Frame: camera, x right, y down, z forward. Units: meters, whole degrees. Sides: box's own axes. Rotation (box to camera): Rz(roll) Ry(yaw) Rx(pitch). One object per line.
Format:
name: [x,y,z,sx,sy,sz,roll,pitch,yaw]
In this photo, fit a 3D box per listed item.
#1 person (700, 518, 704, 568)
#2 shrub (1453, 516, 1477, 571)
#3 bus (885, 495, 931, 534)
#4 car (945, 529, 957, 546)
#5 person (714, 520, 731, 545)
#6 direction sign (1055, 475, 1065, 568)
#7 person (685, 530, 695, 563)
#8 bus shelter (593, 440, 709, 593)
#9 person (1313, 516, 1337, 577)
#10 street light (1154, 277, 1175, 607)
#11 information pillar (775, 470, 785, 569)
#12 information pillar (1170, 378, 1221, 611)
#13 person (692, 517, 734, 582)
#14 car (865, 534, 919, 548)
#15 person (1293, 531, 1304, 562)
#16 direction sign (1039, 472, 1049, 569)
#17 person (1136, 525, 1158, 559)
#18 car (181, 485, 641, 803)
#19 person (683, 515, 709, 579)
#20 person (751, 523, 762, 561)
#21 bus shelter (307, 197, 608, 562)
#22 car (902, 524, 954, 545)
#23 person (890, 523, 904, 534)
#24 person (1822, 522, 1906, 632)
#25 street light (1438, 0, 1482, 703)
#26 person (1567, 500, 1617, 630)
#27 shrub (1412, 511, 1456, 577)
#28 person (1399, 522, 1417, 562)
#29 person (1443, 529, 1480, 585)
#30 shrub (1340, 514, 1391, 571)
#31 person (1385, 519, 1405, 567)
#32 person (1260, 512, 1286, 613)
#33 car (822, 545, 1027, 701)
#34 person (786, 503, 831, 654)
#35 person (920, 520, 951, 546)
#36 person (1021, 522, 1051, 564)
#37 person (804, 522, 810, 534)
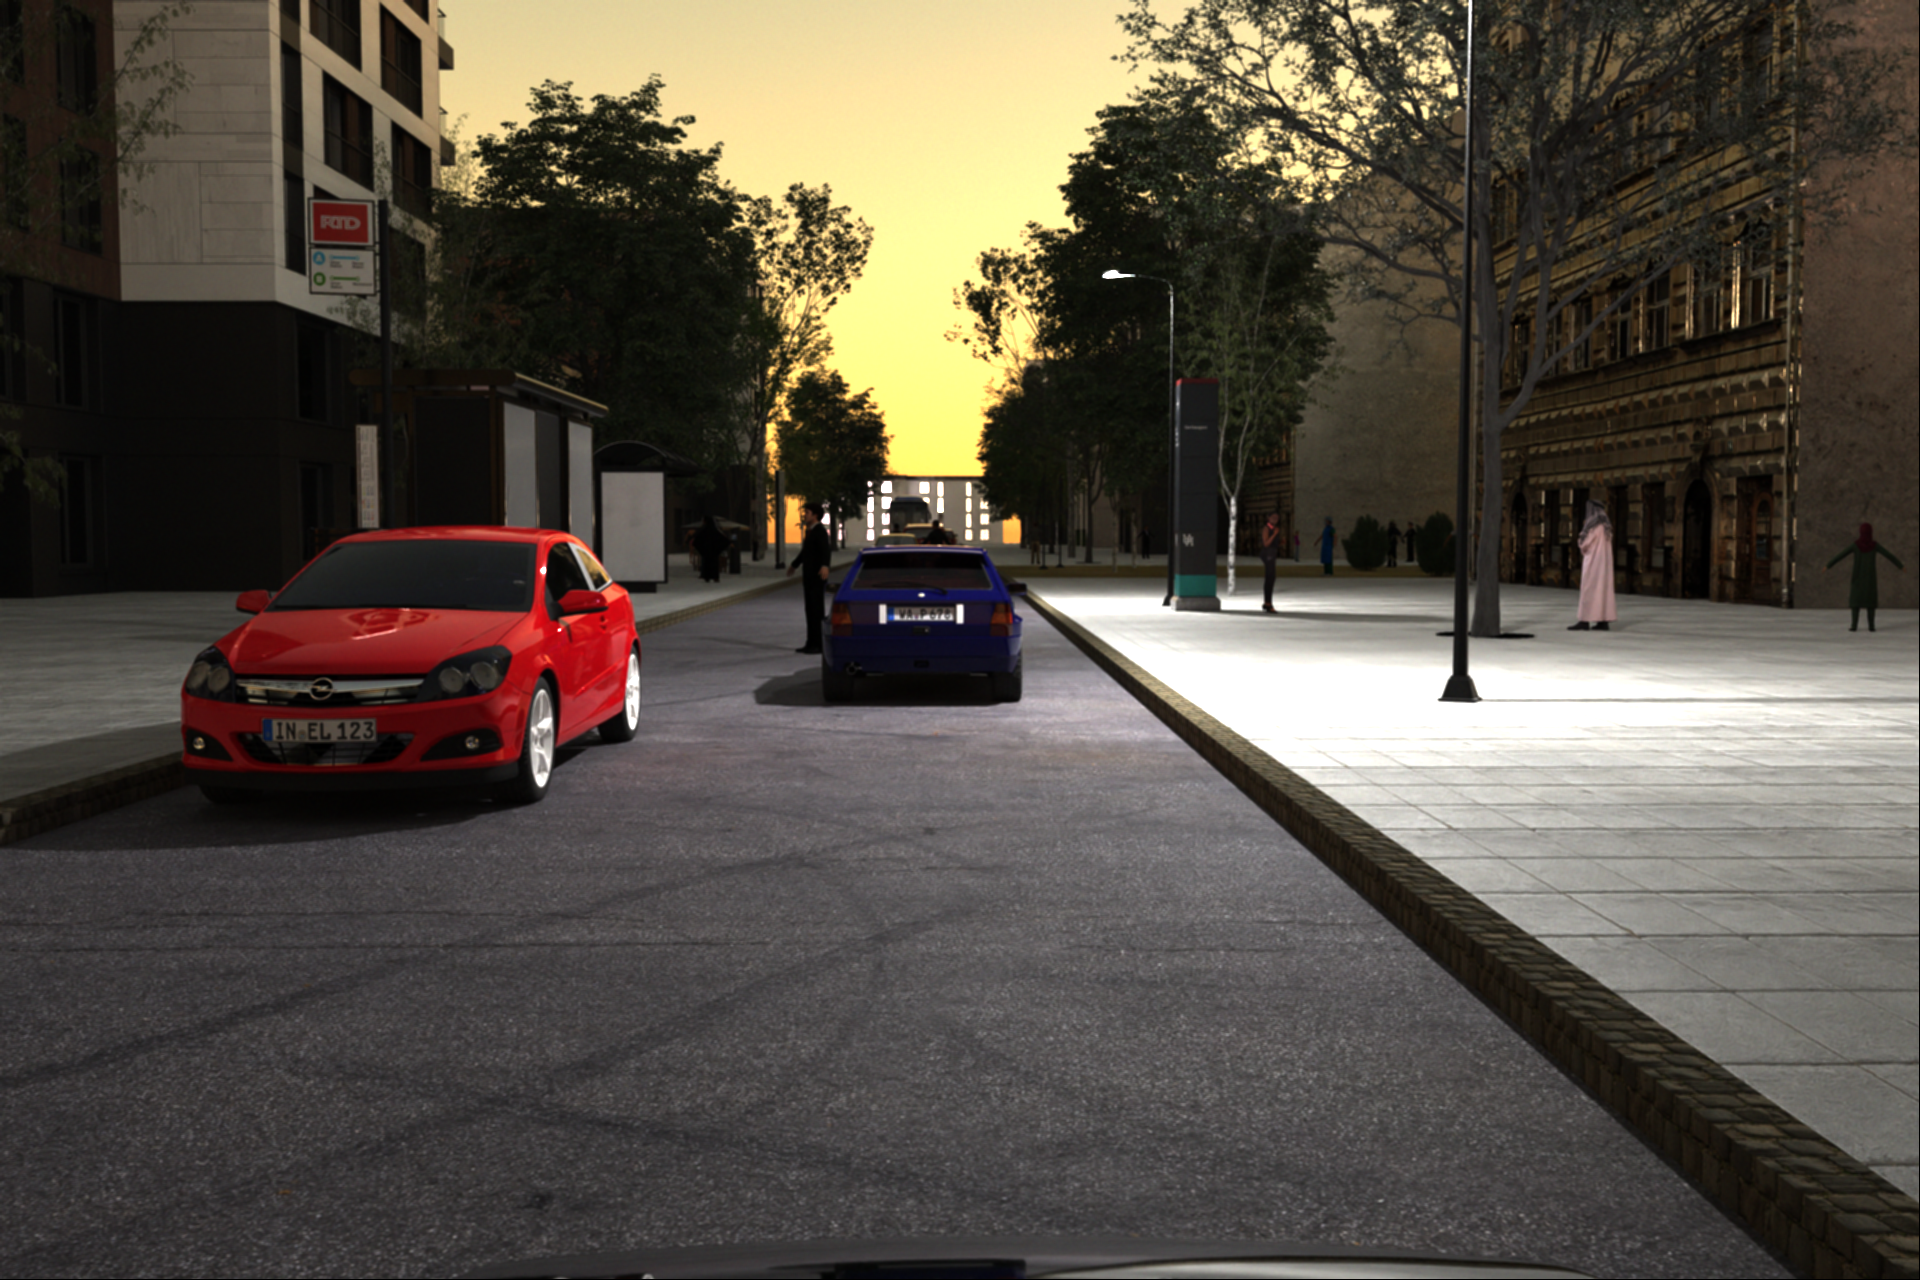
person: [-7.739,-2.871,52.903,1.349,1.833,0.705,3,5,42]
shrub: [17.773,-3.426,60.056,1.661,2.075,1.752,0,3,0]
bus: [-3.269,-7.498,114.137,2.896,3.916,12.251,0,4,0]
car: [-1.315,-7.572,132.478,2.281,1.827,5.304,0,4,-2]
person: [-8.855,-3.430,61.937,1.347,1.847,0.705,-1,4,-16]
direction sign: [3.841,-4.549,66.377,0.379,3.537,0.876,0,4,-2]
person: [-11.582,-4.201,75.496,1.217,1.733,0.721,3,5,39]
bus shelter: [-7.177,-2.824,40.097,2.014,3.302,5.546,0,4,-1]
person: [11.104,-2.830,52.400,0.704,1.817,1.347,-1,4,-16]
street light: [4.287,-3.552,30.619,1.470,5.913,1.316,0,4,-1]
information pillar: [-6.650,-4.446,64.008,0.184,3.620,1.656,0,4,2]
information pillar: [3.967,-2.429,29.097,0.750,3.857,0.750,0,4,0]
person: [-6.595,-2.407,46.145,1.214,1.737,0.721,1,4,17]
car: [-2.062,-2.840,56.660,2.015,1.641,3.980,0,3,0]
person: [15.567,-4.305,79.649,0.599,1.433,0.991,-1,4,-15]
direction sign: [3.066,-4.363,63.334,0.379,3.537,0.876,0,4,0]
person: [9.620,-5.045,89.204,1.216,1.740,0.721,-1,4,-22]
car: [-3.131,-0.093,10.560,2.155,1.783,4.494,0,4,-1]
person: [-7.322,-2.682,49.919,1.348,1.821,0.705,-2,4,-30]
person: [-9.701,-4.658,82.292,0.705,1.813,1.348,1,4,10]
bus shelter: [-6.705,-2.803,23.464,2.179,5.291,8.768,0,4,0]
car: [-1.343,-3.446,65.022,2.281,1.827,5.304,0,4,-1]
person: [-2.251,-3.220,61.241,1.346,1.812,0.704,-1,4,-16]
person: [11.945,-0.836,22.885,0.989,1.438,0.599,2,4,23]
street light: [4.392,-2.484,13.157,1.470,5.913,1.316,0,4,0]
person: [8.464,-1.004,23.120,0.621,1.740,0.551,2,4,25]
shrub: [14.477,-2.928,52.296,1.690,2.028,1.600,0,3,0]
person: [20.651,-4.499,79.498,0.705,1.837,1.347,-1,4,-22]
person: [12.739,-2.259,43.710,1.217,1.739,0.721,3,5,43]
shrub: [14.144,-3.418,60.308,1.690,2.028,1.600,0,3,0]
person: [16.640,-3.730,66.761,0.705,1.856,1.354,-3,4,-36]
person: [5.108,-1.265,28.195,0.415,1.643,0.593,-1,4,-19]
car: [-0.328,-0.221,16.188,1.945,1.354,3.894,0,4,0]
person: [-1.779,-0.746,20.838,0.705,1.806,1.347,-2,4,-23]
person: [-0.653,-2.266,45.738,1.346,1.802,0.704,-3,5,-43]
person: [3.260,-4.178,74.580,1.348,1.796,0.705,1,4,12]
person: [-5.347,-3.390,61.898,0.721,1.772,1.216,0,4,-7]
